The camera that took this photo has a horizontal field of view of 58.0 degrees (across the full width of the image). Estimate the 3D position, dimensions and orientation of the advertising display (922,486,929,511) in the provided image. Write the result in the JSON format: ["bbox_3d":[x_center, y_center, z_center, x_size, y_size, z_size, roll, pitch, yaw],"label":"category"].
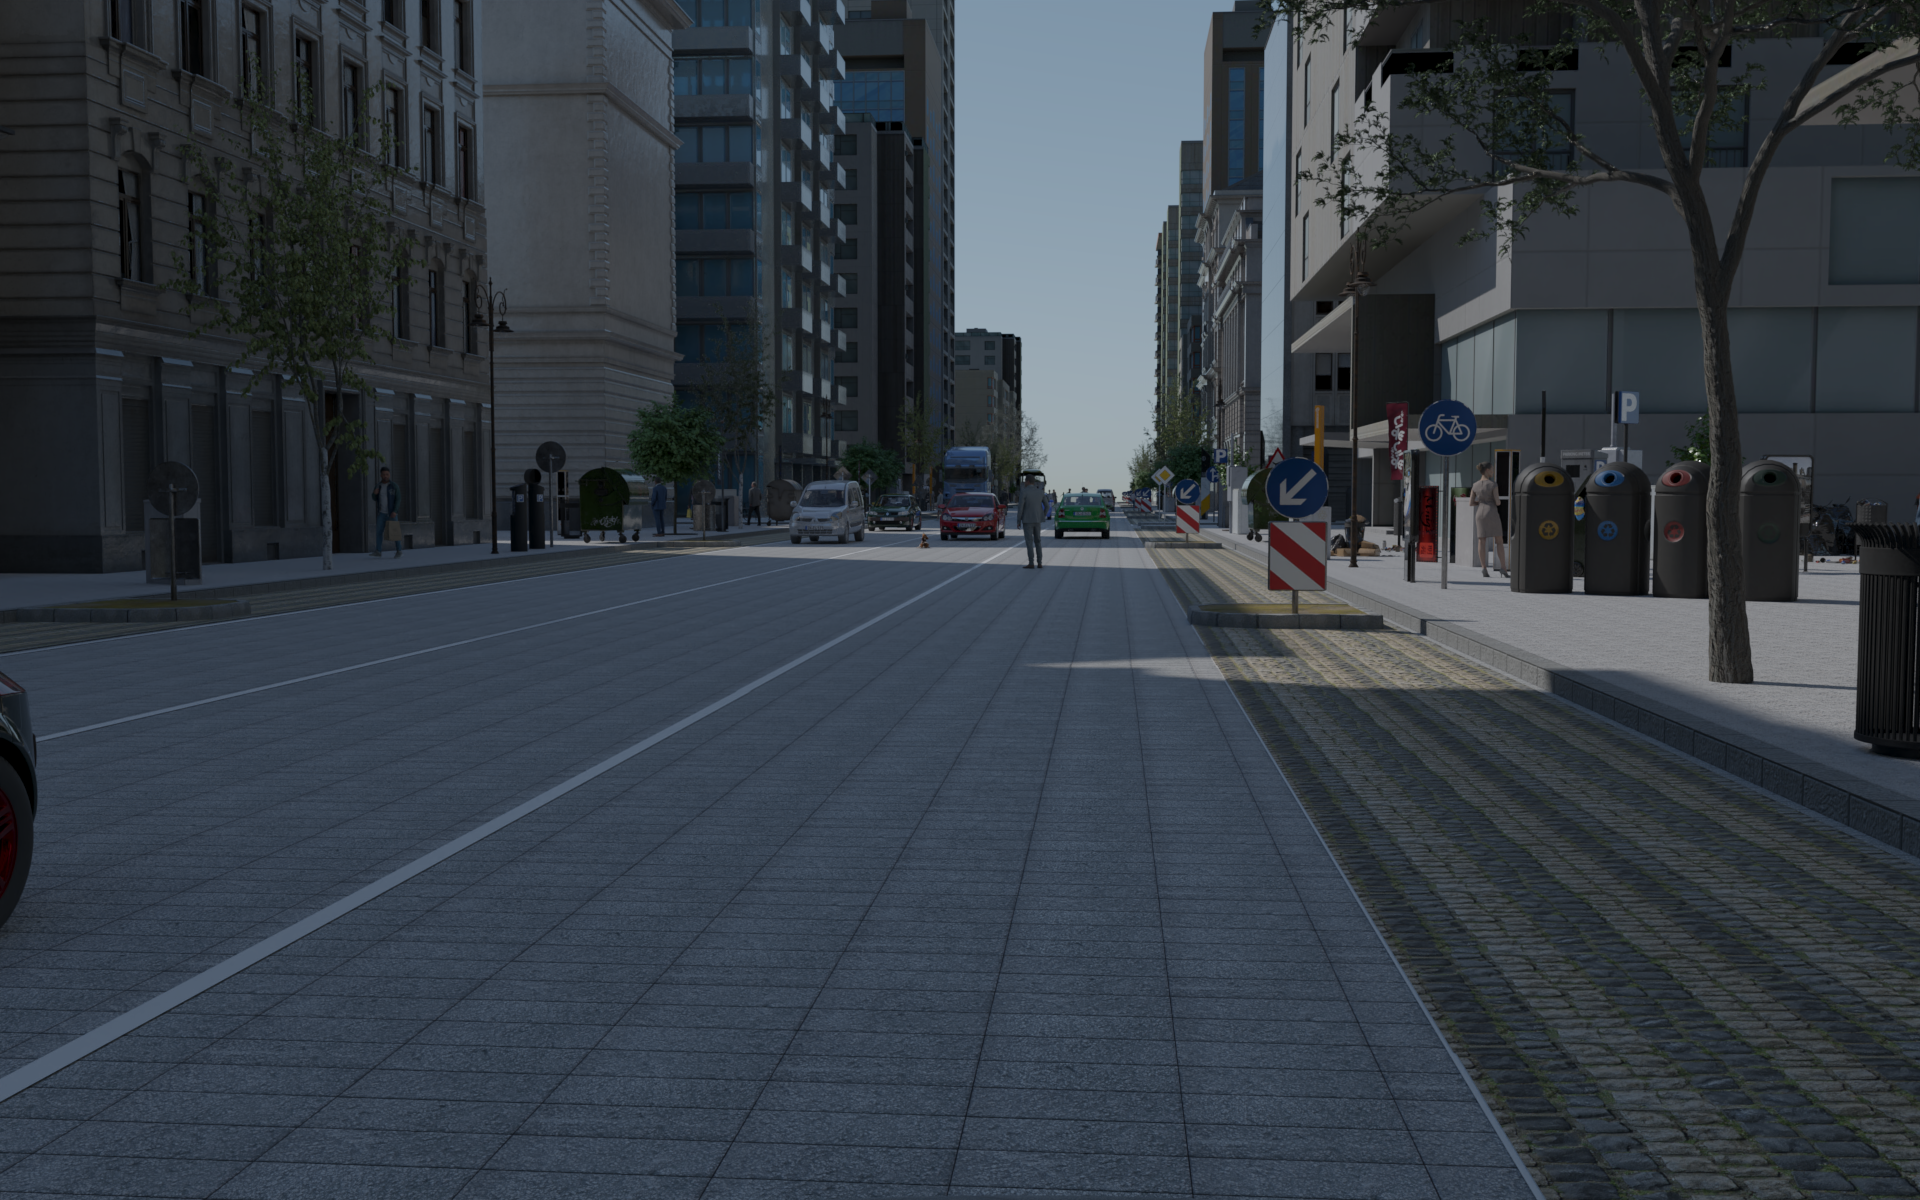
[{"bbox_3d":[-2.587,-7.634,130.024,0.123,1.923,0.974,2,4,27],"label":"advertising display"}]

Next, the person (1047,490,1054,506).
[{"bbox_3d":[6.962,-7.652,133.970,0.694,1.780,0.624,3,5,40],"label":"person"}]

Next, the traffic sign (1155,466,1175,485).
[{"bbox_3d":[8.369,-4.184,70.597,0.795,2.593,0.064,0,4,5],"label":"traffic sign"}]

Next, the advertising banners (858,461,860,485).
[{"bbox_3d":[-5.307,-5.736,89.976,0.090,3.025,2.074,0,4,-8],"label":"advertising banners"}]

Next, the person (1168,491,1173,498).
[{"bbox_3d":[23.458,-11.372,192.676,1.217,1.736,0.721,1,4,18],"label":"person"}]

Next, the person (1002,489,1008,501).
[{"bbox_3d":[3.393,-7.644,133.260,0.659,1.850,0.755,-1,4,-23],"label":"person"}]

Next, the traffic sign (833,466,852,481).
[{"bbox_3d":[-4.872,-4.256,71.775,0.795,2.593,0.064,0,4,5],"label":"traffic sign"}]

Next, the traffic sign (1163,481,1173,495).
[{"bbox_3d":[16.120,-8.210,134.331,0.768,2.556,0.104,1,4,12],"label":"traffic sign"}]

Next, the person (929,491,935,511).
[{"bbox_3d":[-2.148,-7.661,131.499,0.606,1.804,0.583,-2,4,-29],"label":"person"}]

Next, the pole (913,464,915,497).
[{"bbox_3d":[-3.130,-7.577,117.723,0.158,3.312,0.155,0,3,0],"label":"pole"}]

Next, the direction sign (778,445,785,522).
[{"bbox_3d":[-8.371,-5.423,80.657,0.379,3.537,0.876,-1,4,-11],"label":"direction sign"}]

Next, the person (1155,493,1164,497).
[{"bbox_3d":[20.857,-10.633,179.861,1.348,1.831,0.705,3,5,39],"label":"person"}]

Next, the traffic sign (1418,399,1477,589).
[{"bbox_3d":[6.541,-1.420,23.321,0.768,2.556,0.104,0,4,6],"label":"traffic sign"}]

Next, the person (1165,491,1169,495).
[{"bbox_3d":[21.844,-10.841,184.009,1.217,1.743,0.721,0,4,-7],"label":"person"}]

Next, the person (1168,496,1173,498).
[{"bbox_3d":[28.051,-13.596,229.053,1.217,1.735,0.721,-2,4,-25],"label":"person"}]

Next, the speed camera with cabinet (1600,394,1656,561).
[{"bbox_3d":[13.423,-2.410,33.744,0.660,3.252,2.038,-2,4,-31],"label":"speed camera with cabinet"}]

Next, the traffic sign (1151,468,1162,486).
[{"bbox_3d":[9.067,-4.670,78.552,0.795,2.593,0.064,0,4,5],"label":"traffic sign"}]

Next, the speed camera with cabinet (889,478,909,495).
[{"bbox_3d":[-3.853,-7.050,109.595,0.660,3.252,2.038,1,4,20],"label":"speed camera with cabinet"}]

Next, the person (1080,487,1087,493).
[{"bbox_3d":[6.353,-4.869,88.284,0.661,1.801,0.590,-1,4,-15],"label":"person"}]

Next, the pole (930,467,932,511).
[{"bbox_3d":[-2.155,-8.237,128.524,0.158,3.312,0.155,0,3,0],"label":"pole"}]

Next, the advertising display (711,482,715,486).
[{"bbox_3d":[-12.910,-5.152,89.444,0.123,1.923,0.974,1,4,15],"label":"advertising display"}]

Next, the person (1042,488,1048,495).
[{"bbox_3d":[5.149,-6.006,106.786,0.616,1.811,0.778,2,4,35],"label":"person"}]

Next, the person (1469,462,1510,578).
[{"bbox_3d":[8.178,-1.242,26.693,0.374,1.781,0.599,-3,5,-43],"label":"person"}]

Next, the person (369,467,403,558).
[{"bbox_3d":[-11.326,-1.731,34.327,0.794,1.824,0.713,2,4,28],"label":"person"}]

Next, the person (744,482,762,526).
[{"bbox_3d":[-8.386,-3.904,70.274,0.834,1.777,0.661,3,5,40],"label":"person"}]

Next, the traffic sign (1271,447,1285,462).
[{"bbox_3d":[8.803,-2.938,48.032,0.884,2.594,0.081,1,4,10],"label":"traffic sign"}]

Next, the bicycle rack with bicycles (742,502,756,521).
[{"bbox_3d":[-11.212,-4.286,83.466,2.852,0.926,2.925,1,4,21],"label":"bicycle rack with bicycles"}]

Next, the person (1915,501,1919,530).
[{"bbox_3d":[5.733,-0.232,9.868,0.581,1.822,0.654,3,5,43],"label":"person"}]

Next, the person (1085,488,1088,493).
[{"bbox_3d":[8.109,-6.295,111.617,0.583,1.804,0.606,-3,4,-38],"label":"person"}]

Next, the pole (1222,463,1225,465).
[{"bbox_3d":[13.709,-5.892,90.177,0.158,3.312,0.155,0,3,0],"label":"pole"}]

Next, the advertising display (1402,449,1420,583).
[{"bbox_3d":[6.606,-1.235,25.400,0.123,1.923,0.974,0,4,8],"label":"advertising display"}]

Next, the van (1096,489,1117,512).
[{"bbox_3d":[11.905,-8.291,142.568,2.013,2.044,4.112,0,4,4],"label":"van"}]

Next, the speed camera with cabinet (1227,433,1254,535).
[{"bbox_3d":[9.041,-3.749,55.631,0.660,3.252,2.038,0,4,-1],"label":"speed camera with cabinet"}]

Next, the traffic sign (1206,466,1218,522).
[{"bbox_3d":[11.602,-4.829,79.064,0.768,2.556,0.104,1,4,10],"label":"traffic sign"}]

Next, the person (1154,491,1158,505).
[{"bbox_3d":[23.296,-12.093,203.843,0.705,1.814,1.350,-3,5,-42],"label":"person"}]

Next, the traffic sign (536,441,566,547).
[{"bbox_3d":[-9.844,-2.542,41.674,0.768,2.556,0.104,0,4,7],"label":"traffic sign"}]

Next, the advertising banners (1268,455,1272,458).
[{"bbox_3d":[13.788,-5.042,78.619,0.090,3.025,2.074,-1,4,-11],"label":"advertising banners"}]

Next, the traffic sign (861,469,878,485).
[{"bbox_3d":[-4.175,-4.742,79.730,0.795,2.593,0.064,0,4,5],"label":"traffic sign"}]

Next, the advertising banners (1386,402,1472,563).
[{"bbox_3d":[8.799,-2.219,32.463,0.090,3.025,2.074,-3,4,-37],"label":"advertising banners"}]

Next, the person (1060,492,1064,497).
[{"bbox_3d":[15.215,-14.973,254.031,1.217,1.735,0.721,1,4,19],"label":"person"}]

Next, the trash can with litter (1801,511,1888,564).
[{"bbox_3d":[16.561,-1.295,32.236,2.233,1.210,1.678,3,5,42],"label":"trash can with litter"}]

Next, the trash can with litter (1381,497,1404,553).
[{"bbox_3d":[9.784,-1.708,38.985,1.678,1.210,2.233,1,4,14],"label":"trash can with litter"}]

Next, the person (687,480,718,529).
[{"bbox_3d":[-9.150,-3.427,62.300,1.509,1.804,0.699,2,4,33],"label":"person"}]

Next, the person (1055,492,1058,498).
[{"bbox_3d":[12.619,-13.350,227.588,0.721,1.723,1.217,2,4,25],"label":"person"}]

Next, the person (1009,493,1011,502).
[{"bbox_3d":[7.606,-15.731,264.159,0.530,1.710,0.541,-1,4,-17],"label":"person"}]

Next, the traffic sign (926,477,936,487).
[{"bbox_3d":[-2.203,-7.979,130.565,0.768,2.556,0.104,1,4,12],"label":"traffic sign"}]

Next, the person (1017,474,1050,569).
[{"bbox_3d":[1.391,-1.512,33.314,0.635,1.810,0.391,-2,4,-34],"label":"person"}]

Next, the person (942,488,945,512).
[{"bbox_3d":[-1.047,-6.284,111.418,0.419,1.800,0.721,-1,4,-15],"label":"person"}]

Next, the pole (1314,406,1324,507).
[{"bbox_3d":[8.289,-2.824,40.016,0.158,3.312,0.155,0,3,0],"label":"pole"}]

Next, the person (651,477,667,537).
[{"bbox_3d":[-9.034,-2.802,52.039,0.419,1.800,0.721,2,4,26],"label":"person"}]

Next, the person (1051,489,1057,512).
[{"bbox_3d":[7.378,-7.818,136.418,0.694,1.812,0.767,-2,4,-31],"label":"person"}]

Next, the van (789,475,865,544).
[{"bbox_3d":[-3.899,-2.702,51.190,2.013,2.044,4.112,0,4,7],"label":"van"}]

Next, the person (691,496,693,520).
[{"bbox_3d":[-13.116,-4.858,85.473,0.388,1.821,0.555,-1,4,-10],"label":"person"}]

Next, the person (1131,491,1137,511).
[{"bbox_3d":[15.061,-8.590,149.611,0.731,1.740,0.598,2,4,26],"label":"person"}]

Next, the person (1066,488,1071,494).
[{"bbox_3d":[7.667,-6.993,122.740,0.836,1.842,0.656,0,4,8],"label":"person"}]

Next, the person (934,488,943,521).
[{"bbox_3d":[-1.012,-5.097,92.594,0.760,1.731,0.466,-1,4,-16],"label":"person"}]

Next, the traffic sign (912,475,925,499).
[{"bbox_3d":[-2.797,-7.101,116.101,0.884,2.594,0.081,1,4,11],"label":"traffic sign"}]
